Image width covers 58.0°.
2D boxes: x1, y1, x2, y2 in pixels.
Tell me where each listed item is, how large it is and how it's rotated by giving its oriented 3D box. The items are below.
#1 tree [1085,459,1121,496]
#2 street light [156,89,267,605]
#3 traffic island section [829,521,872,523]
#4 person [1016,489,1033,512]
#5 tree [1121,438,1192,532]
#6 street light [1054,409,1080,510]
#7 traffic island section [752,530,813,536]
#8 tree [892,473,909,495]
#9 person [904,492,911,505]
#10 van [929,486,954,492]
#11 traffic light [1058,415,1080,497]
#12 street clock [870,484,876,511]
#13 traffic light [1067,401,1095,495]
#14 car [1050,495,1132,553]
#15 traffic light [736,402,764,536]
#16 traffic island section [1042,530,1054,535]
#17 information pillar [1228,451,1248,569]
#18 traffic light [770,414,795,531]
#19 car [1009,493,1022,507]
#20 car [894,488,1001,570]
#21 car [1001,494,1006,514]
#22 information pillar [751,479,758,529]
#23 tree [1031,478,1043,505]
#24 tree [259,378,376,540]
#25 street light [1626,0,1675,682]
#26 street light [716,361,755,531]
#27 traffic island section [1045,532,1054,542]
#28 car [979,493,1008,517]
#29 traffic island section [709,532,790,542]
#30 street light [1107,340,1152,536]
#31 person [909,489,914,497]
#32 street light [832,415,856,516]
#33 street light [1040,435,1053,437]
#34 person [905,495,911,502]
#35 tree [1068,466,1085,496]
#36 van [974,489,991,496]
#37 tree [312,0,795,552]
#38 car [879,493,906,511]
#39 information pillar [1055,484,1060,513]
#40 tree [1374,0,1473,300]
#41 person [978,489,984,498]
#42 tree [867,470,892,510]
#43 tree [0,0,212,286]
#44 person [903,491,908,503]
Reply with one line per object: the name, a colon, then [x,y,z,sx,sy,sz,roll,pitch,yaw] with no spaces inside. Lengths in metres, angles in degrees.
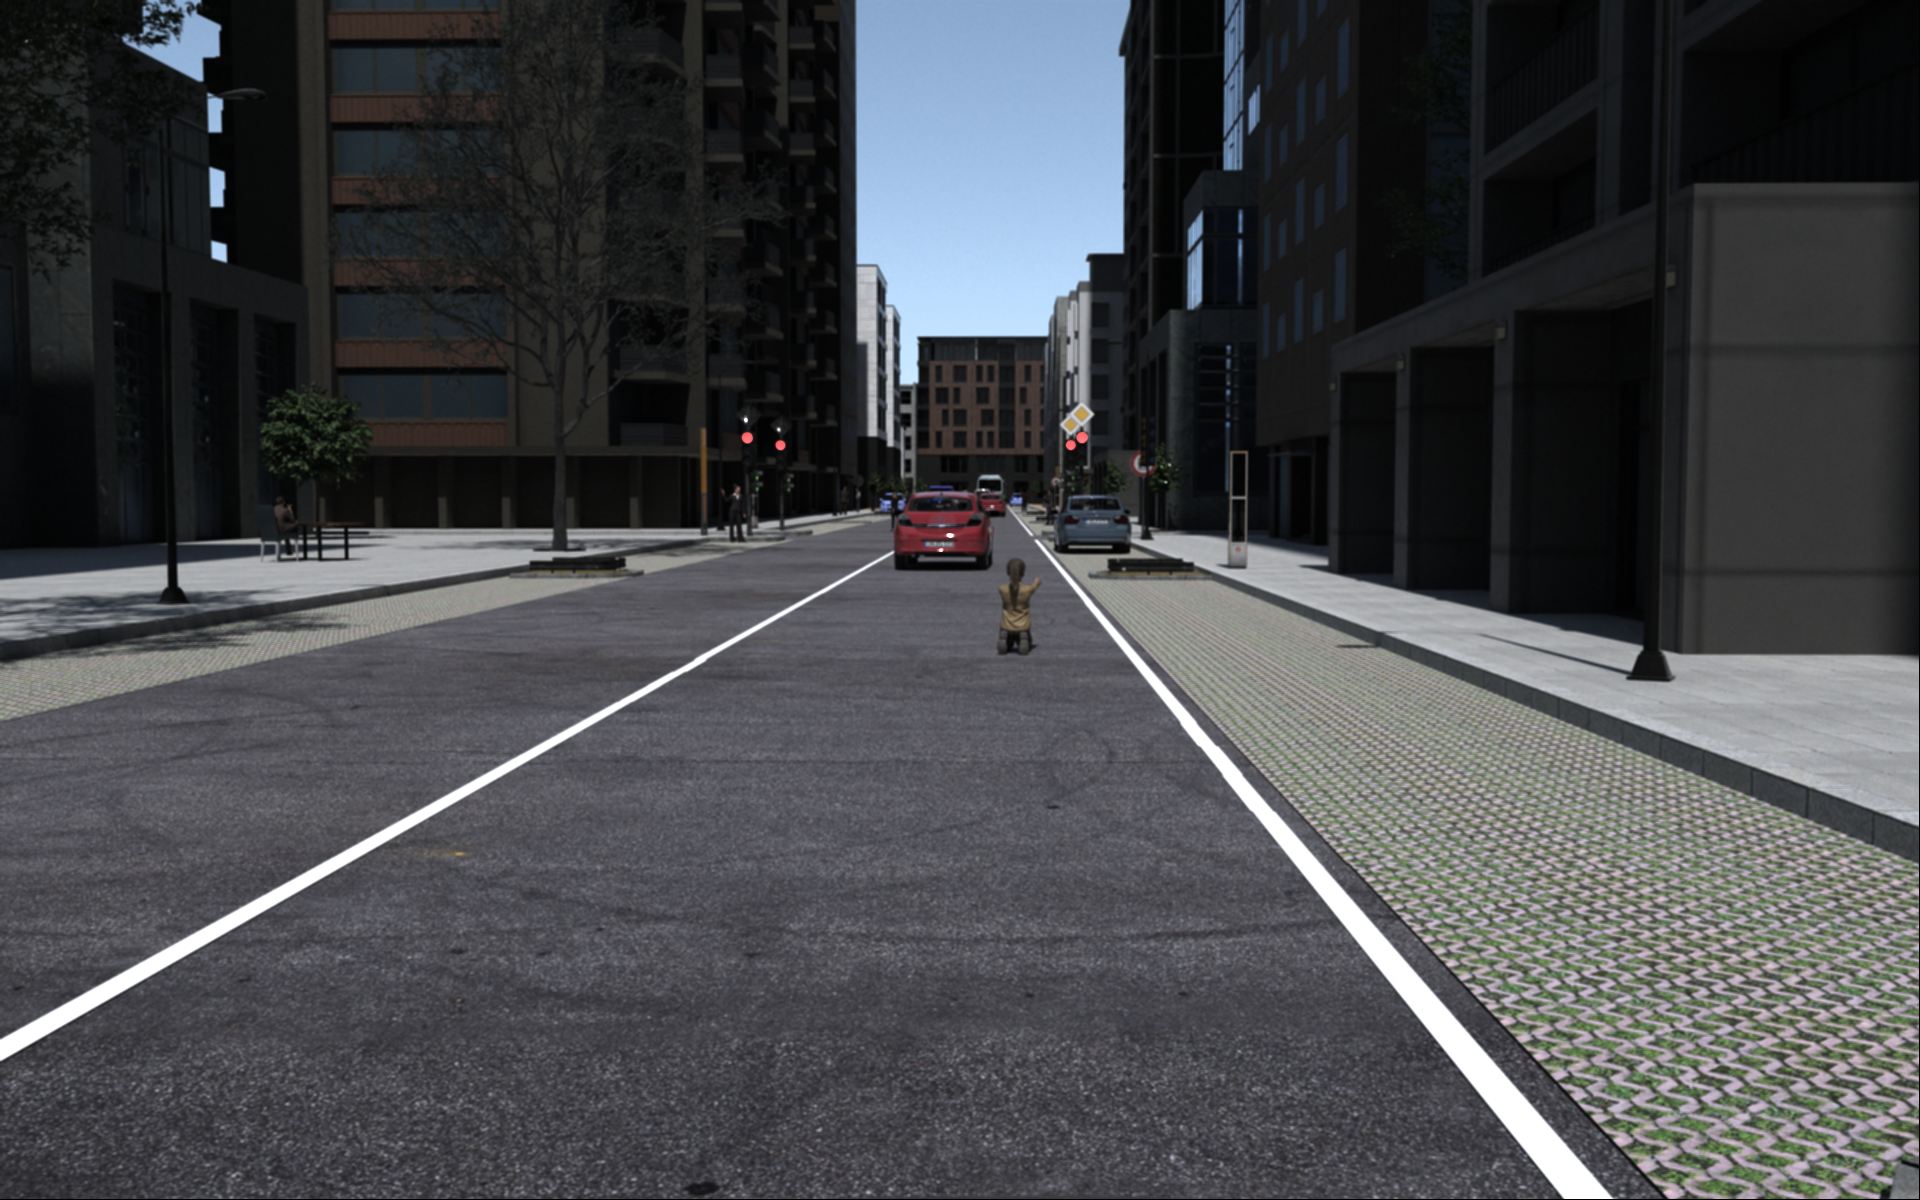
tree: [7.569,-5.595,86.076,1.663,3.219,1.824,0,3,0]
street light: [-8.648,-2.905,20.032,1.470,5.913,1.316,0,4,1]
traffic island section: [-5.400,-3.840,85.642,1.991,0.108,1.994,0,4,1]
person: [5.199,-8.044,139.983,1.348,1.831,0.705,1,4,9]
tree: [6.855,-3.964,59.413,1.663,3.219,1.824,0,3,0]
street light: [6.052,-7.474,94.747,1.470,5.913,1.316,0,4,1]
traffic island section: [-6.266,-2.354,60.772,2.009,0.180,2.903,0,4,1]
tree: [-6.066,-9.980,157.776,1.663,3.219,1.824,0,3,0]
person: [-5.763,-10.892,184.128,1.348,1.823,0.705,0,4,-5]
van: [-1.412,-7.759,131.237,2.240,2.365,5.245,0,4,2]
traffic light: [3.833,-4.374,60.436,0.839,4.253,0.868,0,4,1]
street clock: [-6.424,-7.543,127.891,0.471,2.002,0.358,1,4,11]
traffic light: [3.661,-3.886,52.453,0.839,4.253,0.868,0,4,1]
car: [3.255,-1.890,42.910,2.014,1.417,4.499,0,4,1]
traffic light: [-6.398,-3.898,52.653,0.839,4.253,0.868,0,4,1]
traffic island section: [3.873,-2.341,60.549,2.009,0.180,2.903,0,4,1]
information pillar: [4.786,-1.550,29.832,0.304,2.012,0.304,0,4,4]
traffic light: [-6.226,-4.386,60.636,0.839,4.253,0.868,0,4,1]
car: [6.437,-11.211,192.893,1.945,1.707,3.694,0,4,0]
car: [-0.281,-1.543,34.270,2.155,1.783,4.494,0,4,3]
car: [2.360,-7.007,123.359,1.959,1.807,4.718,0,4,0]
information pillar: [-7.715,-3.664,64.392,0.304,2.012,0.304,2,4,27]
tree: [9.590,-13.359,213.012,1.663,3.219,1.824,0,3,0]
tree: [-18.261,-3.999,49.097,4.285,4.588,4.351,0,3,0]
street light: [4.251,-2.404,11.849,1.470,5.913,1.316,0,4,1]
street light: [-7.848,-5.386,60.599,1.470,5.913,1.316,0,4,1]
traffic island section: [3.701,-1.852,52.566,2.009,0.180,2.903,0,4,1]
car: [1.982,-6.184,110.141,2.155,1.783,4.494,0,4,2]
traffic island section: [-6.438,-1.866,52.789,2.009,0.180,2.903,0,4,1]
street light: [5.130,-4.885,52.408,1.470,5.913,1.316,0,4,1]
person: [-5.534,-11.878,200.254,0.705,1.824,1.348,-1,4,-22]
street light: [-6.801,-7.887,101.486,1.470,5.913,1.316,0,4,1]
street light: [6.914,-9.955,135.307,1.470,5.913,1.316,0,4,1]
person: [-6.776,-12.746,217.033,1.348,1.807,0.705,0,4,7]
tree: [6.700,-6.539,101.513,1.663,3.219,1.824,0,3,0]
van: [1.862,-8.439,144.984,2.013,2.044,4.112,0,4,0]
tree: [-8.897,-7.848,38.688,12.009,13.543,11.850,0,3,0]
car: [-4.789,-7.013,124.260,1.945,1.707,3.694,0,4,1]
information pillar: [6.790,-7.097,120.535,0.304,2.012,0.304,1,4,10]
tree: [11.688,-6.524,32.424,9.928,11.665,9.643,0,3,0]
person: [1.679,-7.869,137.260,0.705,1.812,1.348,-3,4,-36]
tree: [-6.522,-8.682,136.559,1.663,3.219,1.824,0,3,0]
tree: [-9.685,-4.840,13.554,7.601,10.594,8.767,-2,4,-32]
person: [-5.916,-11.414,193.478,1.217,1.723,0.721,-1,4,-13]
